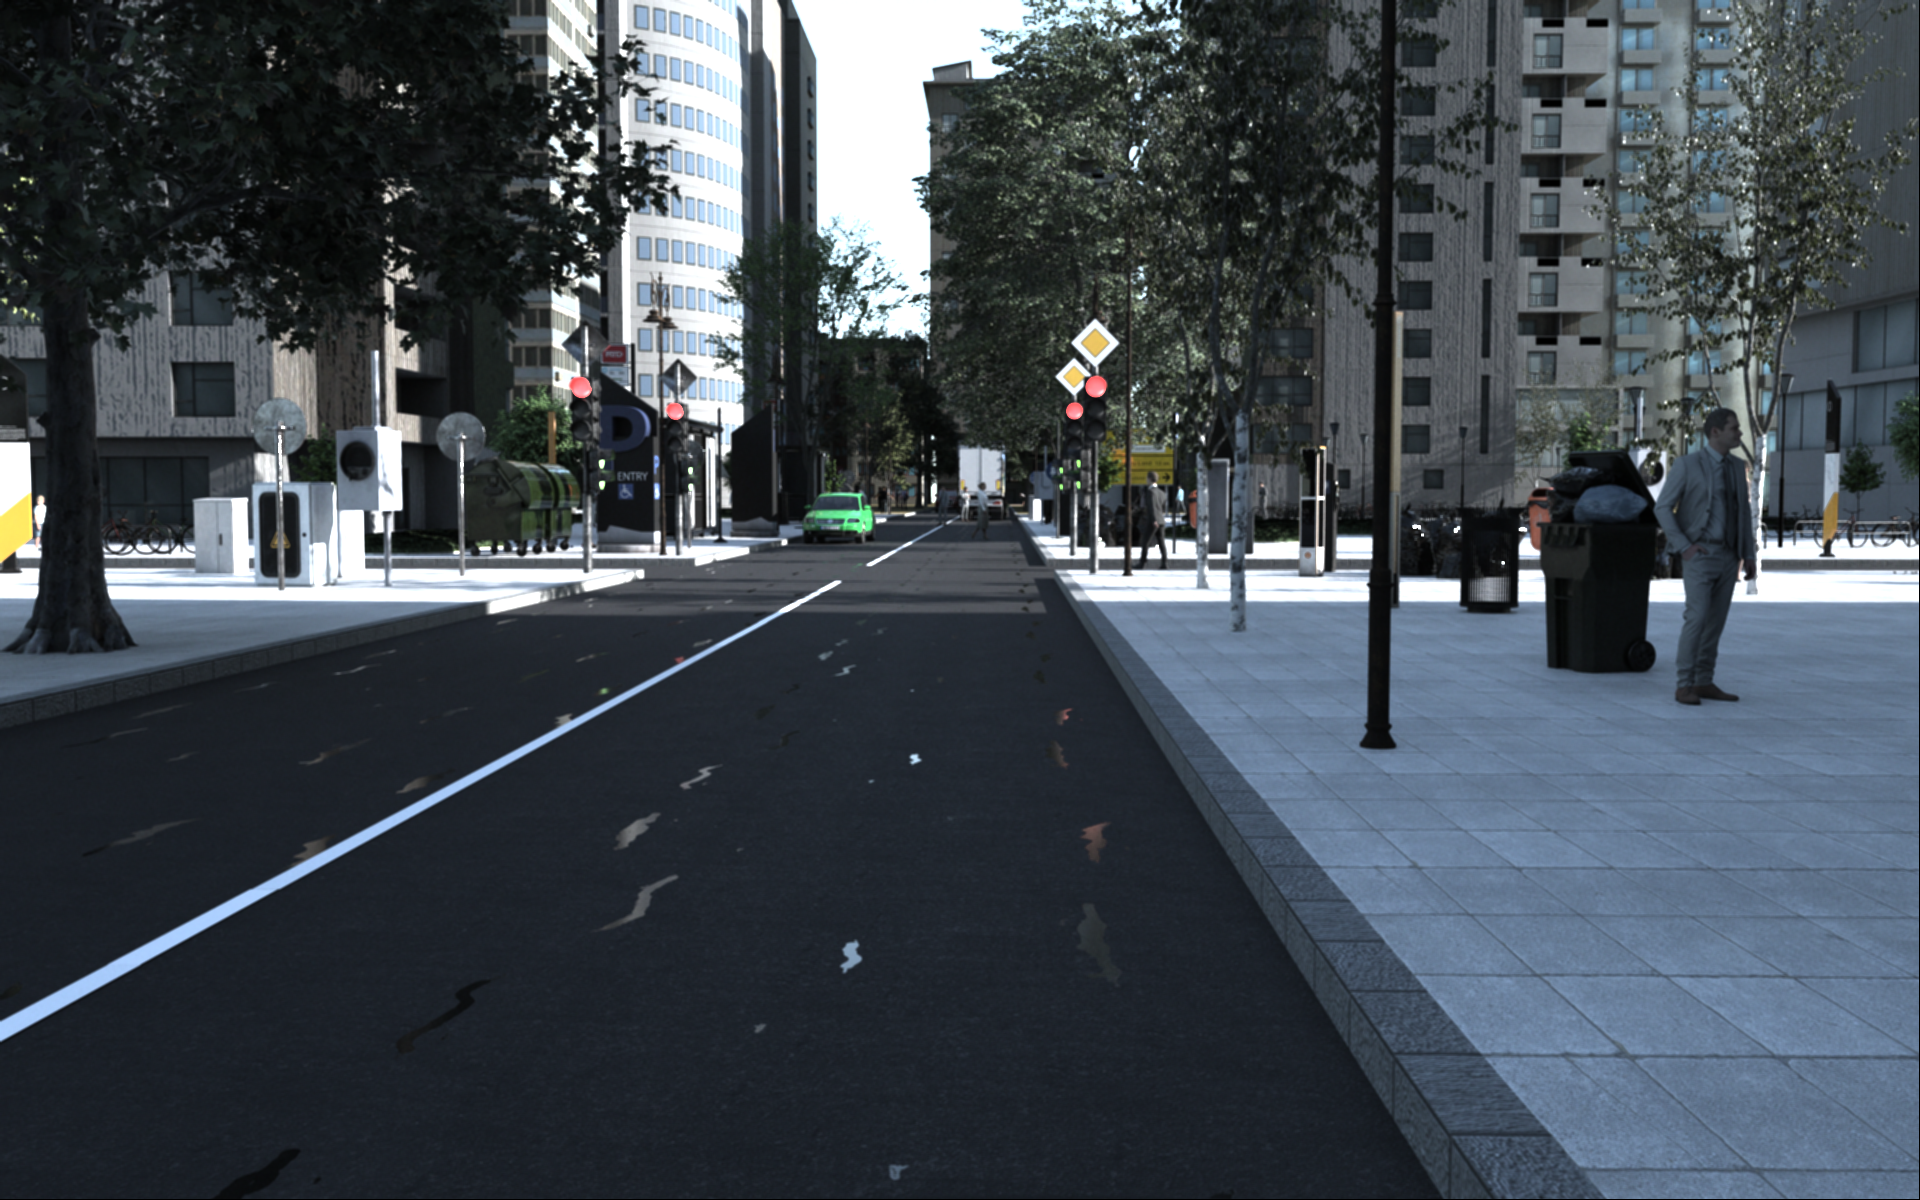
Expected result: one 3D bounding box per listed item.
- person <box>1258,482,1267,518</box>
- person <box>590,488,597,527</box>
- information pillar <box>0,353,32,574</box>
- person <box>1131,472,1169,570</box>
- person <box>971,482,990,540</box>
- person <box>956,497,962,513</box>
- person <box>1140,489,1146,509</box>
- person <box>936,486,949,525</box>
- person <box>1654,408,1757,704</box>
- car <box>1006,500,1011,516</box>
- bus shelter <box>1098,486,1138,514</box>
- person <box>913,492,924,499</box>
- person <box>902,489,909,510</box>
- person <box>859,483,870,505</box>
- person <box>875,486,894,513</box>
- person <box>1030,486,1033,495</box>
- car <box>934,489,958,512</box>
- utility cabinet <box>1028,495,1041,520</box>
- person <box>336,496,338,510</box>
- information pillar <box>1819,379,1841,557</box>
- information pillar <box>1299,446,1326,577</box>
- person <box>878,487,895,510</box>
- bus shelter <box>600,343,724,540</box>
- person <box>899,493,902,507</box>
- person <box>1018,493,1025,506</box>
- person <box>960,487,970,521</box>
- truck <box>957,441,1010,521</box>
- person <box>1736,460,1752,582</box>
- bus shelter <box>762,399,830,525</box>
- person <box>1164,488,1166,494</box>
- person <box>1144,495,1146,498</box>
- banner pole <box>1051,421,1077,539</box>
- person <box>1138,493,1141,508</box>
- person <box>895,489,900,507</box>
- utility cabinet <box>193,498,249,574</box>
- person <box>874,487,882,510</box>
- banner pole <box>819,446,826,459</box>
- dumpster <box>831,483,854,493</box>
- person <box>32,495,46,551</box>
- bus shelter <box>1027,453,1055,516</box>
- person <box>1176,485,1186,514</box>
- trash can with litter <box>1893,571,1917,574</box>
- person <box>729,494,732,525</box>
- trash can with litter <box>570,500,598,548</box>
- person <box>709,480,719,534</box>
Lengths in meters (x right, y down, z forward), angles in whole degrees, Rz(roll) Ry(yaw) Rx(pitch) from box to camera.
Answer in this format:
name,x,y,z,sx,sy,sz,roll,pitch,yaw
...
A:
name,x,y,z,sx,sy,sz,roll,pitch,yaw
person,14.353,-4.674,82.276,0.447,1.846,0.655,-1,4,-10
person,-14.059,-3.681,66.768,0.519,1.759,0.362,-2,4,-33
information pillar,-15.276,-2.235,27.904,0.504,3.616,0.183,-1,4,-15
person,3.560,-1.470,32.310,0.755,1.850,0.659,3,5,41
person,0.647,-2.794,54.402,0.641,1.798,0.478,2,4,28
person,0.065,-7.398,130.008,0.990,1.755,0.434,3,5,43
person,15.566,-8.616,147.580,0.621,1.740,0.551,-1,4,-19
person,-0.762,-4.321,79.240,0.635,1.810,0.391,3,5,40
person,4.648,-0.282,10.756,0.635,1.810,0.391,-2,4,-28
car,2.391,-6.540,116.720,2.009,1.686,4.222,0,4,3
bus shelter,4.868,-3.831,56.565,2.014,3.302,5.546,0,4,2
person,-4.174,-10.581,179.050,1.348,1.824,0.705,-2,4,-24
person,-4.451,-8.302,141.653,0.599,1.838,0.709,3,5,43
person,-3.695,-3.459,64.939,0.818,1.842,0.514,-1,4,-13
person,-5.029,-6.639,114.608,1.348,1.822,0.705,1,4,22
person,4.533,-6.152,106.730,0.694,1.812,0.767,-3,5,-41
car,-0.914,-7.884,137.583,2.281,1.827,5.304,0,4,1
utility cabinet,3.756,-4.634,86.922,0.306,1.237,1.020,1,4,23
person,-15.980,-2.039,44.055,0.362,1.253,0.373,-3,5,-43
information pillar,17.697,-2.679,35.163,0.183,3.616,0.504,0,4,4
information pillar,5.462,-1.368,26.866,0.304,2.012,0.304,2,4,34
person,-5.730,-7.833,134.114,1.348,1.823,0.705,1,4,14
bus shelter,-8.431,-4.355,48.842,2.179,5.291,8.768,0,4,1
person,-5.887,-10.068,173.877,0.599,1.433,0.991,0,4,3
person,6.601,-10.646,183.293,0.799,1.438,0.628,-3,5,-45
person,0.289,-5.020,90.766,0.511,1.800,0.466,-3,5,-44
truck,1.326,-6.601,96.844,2.839,4.237,11.283,0,4,3
person,11.335,-1.155,25.264,0.599,1.781,0.374,1,4,15
bus shelter,-7.182,-5.990,75.571,2.179,5.291,8.768,0,4,1
person,15.432,-7.602,131.054,0.721,1.743,1.217,0,4,3
person,15.356,-8.155,139.005,1.348,1.869,0.705,2,4,29
banner pole,3.035,-3.643,49.575,0.863,3.779,0.401,0,4,1
person,16.469,-9.179,159.381,0.557,1.426,1.065,-3,5,-42
person,-6.278,-10.369,176.022,0.568,1.767,0.683,1,4,10
utility cabinet,-11.959,-1.030,28.008,1.020,1.237,0.306,2,4,32
person,-6.463,-8.187,139.524,0.705,1.869,1.348,-3,4,-37
banner pole,-7.154,-6.079,89.407,0.401,3.779,0.863,2,4,31
dumpster,-6.093,-5.041,88.184,1.264,1.857,1.865,0,4,1
person,-20.775,-1.738,39.137,0.352,1.250,0.332,3,5,43
bus shelter,4.889,-6.828,102.928,1.731,3.624,6.357,0,4,2
person,14.114,-6.424,110.943,0.638,1.841,0.748,-2,4,-34
trash can with litter,16.176,-0.996,27.338,1.678,1.210,2.233,-2,4,-33
person,-9.269,-4.056,72.245,0.818,1.842,0.514,3,5,42
trash can with litter,-8.561,-1.876,41.731,1.678,1.210,2.233,-1,4,-18
person,-7.993,-3.035,55.840,0.466,1.800,0.511,-2,4,-30
